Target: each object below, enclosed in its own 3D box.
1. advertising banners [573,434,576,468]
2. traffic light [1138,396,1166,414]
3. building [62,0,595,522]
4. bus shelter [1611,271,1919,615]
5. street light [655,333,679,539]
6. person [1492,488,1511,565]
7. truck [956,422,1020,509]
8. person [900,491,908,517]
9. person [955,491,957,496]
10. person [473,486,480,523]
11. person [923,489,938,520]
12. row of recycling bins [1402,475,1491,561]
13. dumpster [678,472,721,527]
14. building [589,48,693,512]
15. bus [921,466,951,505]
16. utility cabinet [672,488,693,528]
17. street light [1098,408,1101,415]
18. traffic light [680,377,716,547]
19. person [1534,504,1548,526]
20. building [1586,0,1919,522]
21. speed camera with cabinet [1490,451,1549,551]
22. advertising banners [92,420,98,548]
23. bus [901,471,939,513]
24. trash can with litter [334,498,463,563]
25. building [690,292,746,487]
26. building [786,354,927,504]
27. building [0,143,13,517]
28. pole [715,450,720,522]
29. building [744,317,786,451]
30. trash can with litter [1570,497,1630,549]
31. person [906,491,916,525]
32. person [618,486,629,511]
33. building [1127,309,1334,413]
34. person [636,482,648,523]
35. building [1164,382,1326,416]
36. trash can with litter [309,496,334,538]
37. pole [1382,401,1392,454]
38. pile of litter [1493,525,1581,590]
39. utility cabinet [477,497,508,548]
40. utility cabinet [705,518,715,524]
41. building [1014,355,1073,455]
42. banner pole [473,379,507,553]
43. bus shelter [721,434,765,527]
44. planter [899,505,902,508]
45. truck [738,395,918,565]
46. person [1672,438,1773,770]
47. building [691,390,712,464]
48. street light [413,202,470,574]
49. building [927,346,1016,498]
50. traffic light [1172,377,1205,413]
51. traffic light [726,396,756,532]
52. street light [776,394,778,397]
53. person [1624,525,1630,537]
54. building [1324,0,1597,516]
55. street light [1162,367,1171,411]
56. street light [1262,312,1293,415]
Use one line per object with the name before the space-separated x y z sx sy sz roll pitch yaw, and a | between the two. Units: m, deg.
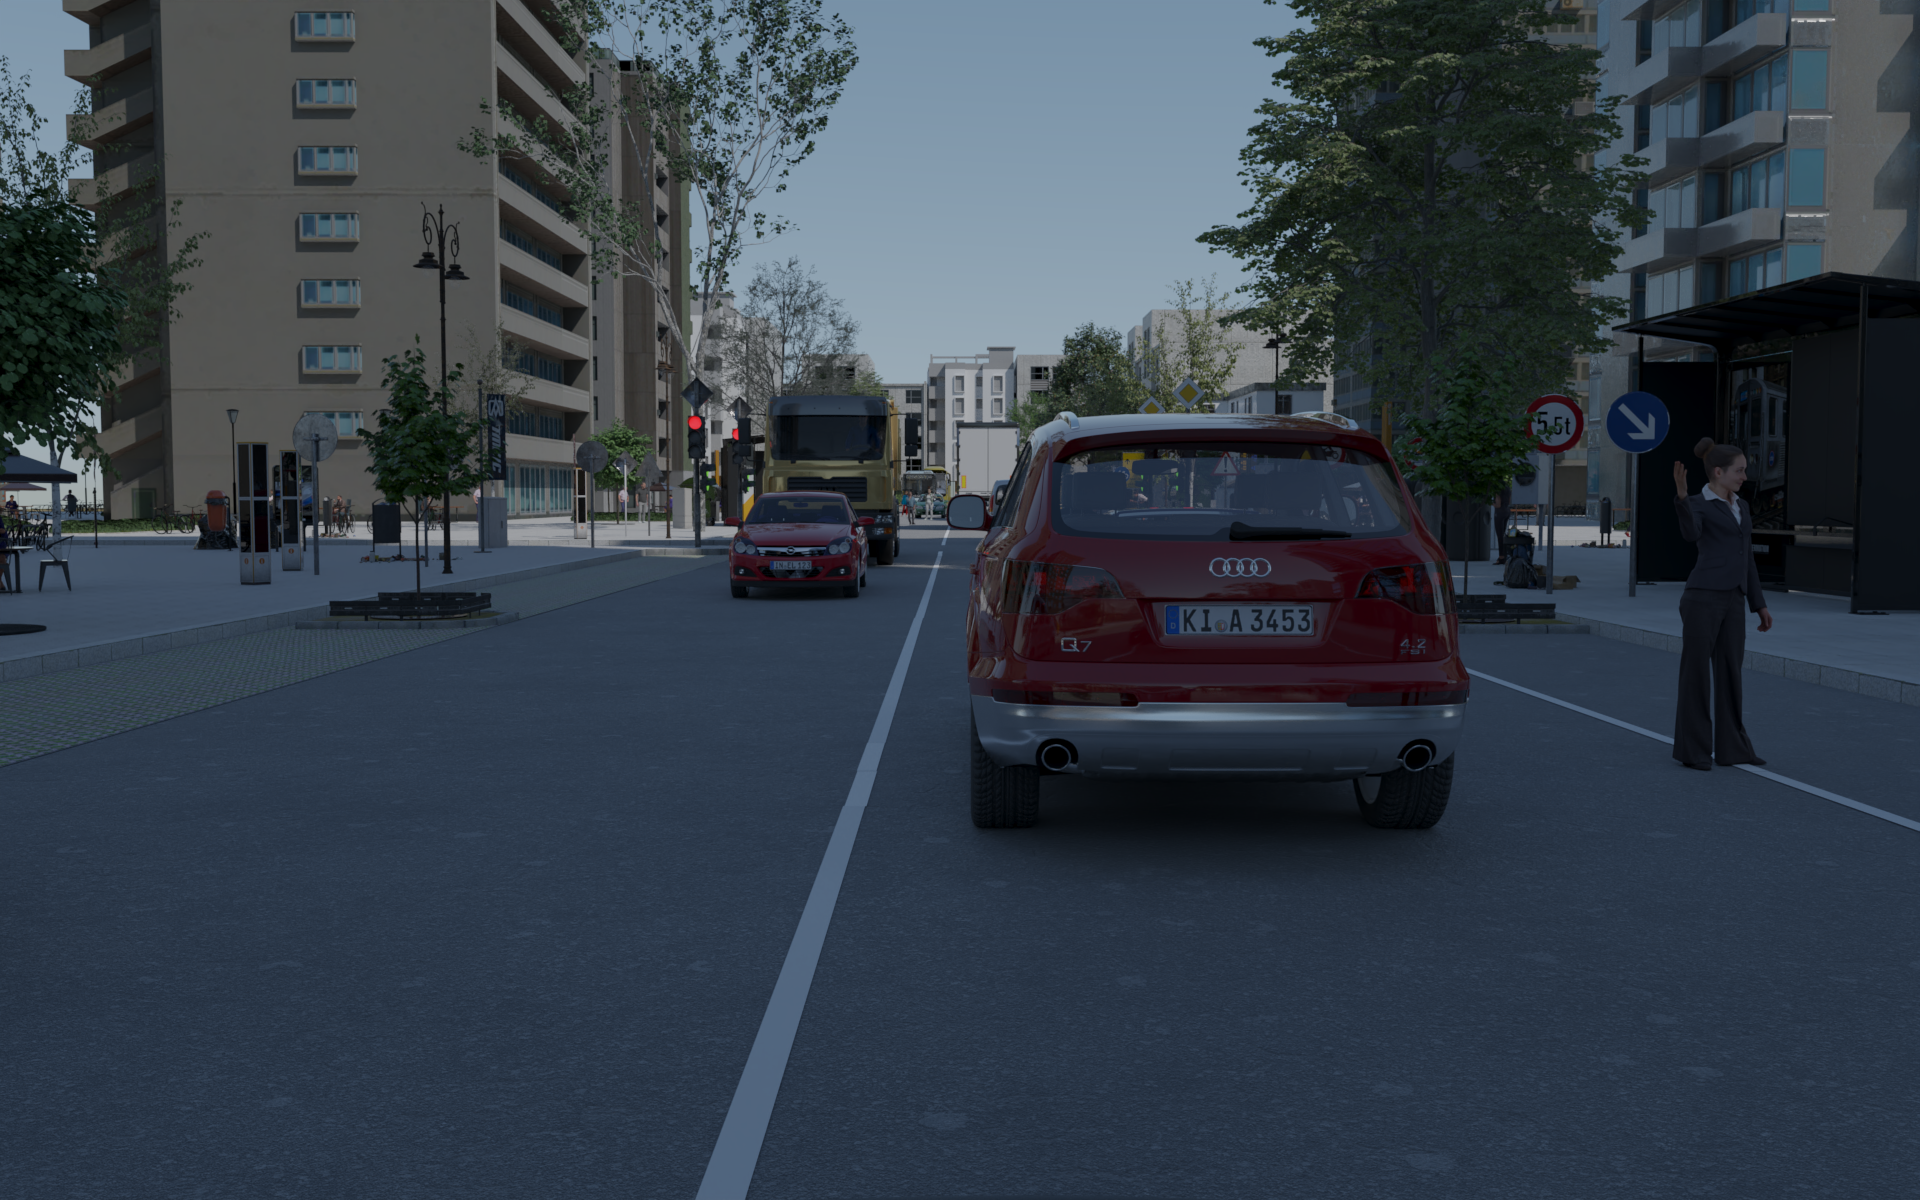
advertising banners | -11.284 -3.359 51.104 0.090 3.025 2.074 0 4 -6
traffic light | 5.450 -3.710 49.580 0.839 4.253 0.868 0 3 0
building | -31.959 -28.464 89.083 21.300 48.544 21.600 0 3 0
bus shelter | 10.034 -1.843 21.416 1.731 3.624 6.357 0 3 0
street light | -8.414 -4.711 49.811 0.468 5.910 1.993 0 3 0
person | 9.777 -1.463 31.435 0.415 1.643 0.593 0 4 7
truck | 1.189 -5.146 73.054 2.839 4.237 11.283 0 4 1
person | -3.469 -6.113 110.152 0.593 1.614 0.444 1 4 21
person | -0.363 -8.468 147.746 0.445 1.727 0.742 0 4 -5
person | -21.411 -4.302 77.321 0.436 1.711 0.756 2 4 28
person | -1.678 -5.256 95.163 0.841 1.734 0.376 1 4 21
row of recycling bins | 9.380 -1.682 34.617 1.069 1.692 3.534 -1 4 -16
dumpster | -10.402 -4.071 69.059 1.502 2.255 1.985 0 3 0
building | -26.007 -21.063 116.081 14.160 30.474 14.107 0 3 0
bus | -2.241 -10.183 158.037 2.896 3.916 12.252 0 4 1
utility cabinet | -10.259 -3.386 64.047 0.318 1.500 1.173 -2 4 -31
street light | 7.488 -7.365 93.203 0.468 5.910 1.993 0 3 0
traffic light | -6.292 -3.221 41.582 0.839 4.253 0.868 0 3 0
person | 23.464 -3.896 69.864 0.598 1.807 0.434 1 4 20
building | 42.711 -27.643 71.572 30.456 49.044 23.786 0 3 0
speed camera with cabinet | 12.477 -2.773 39.669 0.660 3.252 2.038 -3 5 -40
advertising banners | -20.581 -2.753 41.194 0.090 3.025 2.074 -2 4 -27
bus | -3.120 -8.467 133.290 2.948 3.499 13.247 0 4 -1
trash can with litter | -10.564 -1.354 33.201 2.233 1.210 1.678 -2 4 -35
building | -27.823 -18.559 159.855 16.016 20.091 11.380 0 3 0
building | -19.995 -22.067 227.259 31.486 18.905 16.747 0 3 0
building | -61.542 -13.864 71.713 28.899 21.520 27.650 0 3 0
pole | -11.278 -5.292 80.372 0.158 3.312 0.155 0 3 0
building | -35.227 -19.283 181.736 31.486 18.905 16.747 0 3 0
trash can with litter | 15.506 -1.869 41.612 1.678 1.210 2.233 0 4 4
person | -2.290 -4.316 81.272 0.499 1.552 0.429 1 4 9
person | -17.579 -5.127 90.804 0.436 1.711 0.756 3 4 39
building | 26.695 -18.837 174.435 16.747 18.905 31.486 0 3 0
person | -14.028 -4.302 76.511 0.598 1.807 0.434 -2 4 -25
building | 22.959 -12.363 144.275 9.099 9.664 28.070 0 3 0
trash can with litter | -18.724 -2.459 51.263 1.678 1.210 2.233 -2 4 -34
pole | 9.408 -2.715 38.241 0.158 3.312 0.155 0 3 0
pile of litter | 7.969 -0.610 23.940 1.176 0.858 1.719 1 4 23
utility cabinet | -11.137 -1.844 41.315 0.306 1.237 1.020 1 4 10
utility cabinet | -10.923 -3.931 72.952 1.173 1.500 0.318 -2 4 -27
building | 23.002 -22.113 227.999 31.486 18.905 16.747 0 3 0
banner pole | -10.303 -2.936 38.019 0.401 3.779 0.863 3 5 43
bus shelter | -8.576 -4.899 71.379 1.731 3.624 6.357 0 4 0
planter | -5.977 -9.654 178.977 1.991 0.319 1.994 0 3 0
truck | -2.605 -2.512 36.994 3.469 3.379 9.791 0 4 -1
person | 3.910 0.023 8.929 0.445 1.727 0.742 2 4 33
building | -24.602 -12.131 140.486 9.099 9.664 28.070 0 3 0
street light | -8.262 -3.361 27.746 0.468 5.910 1.993 0 3 0
building | 1.438 -22.747 228.332 11.380 20.091 16.016 0 3 0
traffic light | 5.449 -3.222 41.595 0.839 4.253 0.868 0 3 0
traffic light | -6.291 -3.709 49.567 0.839 4.253 0.868 0 3 0
street light | -8.449 -6.563 80.089 0.468 5.910 1.993 0 3 0
person | 20.111 -2.624 51.485 0.613 1.512 0.480 -1 4 -16
building | 37.879 -25.716 112.343 32.217 40.220 23.993 0 3 0
street light | 7.526 -5.528 63.176 0.468 5.910 1.993 0 3 0
street light | 7.532 -4.186 41.231 0.468 5.910 1.993 0 3 0
